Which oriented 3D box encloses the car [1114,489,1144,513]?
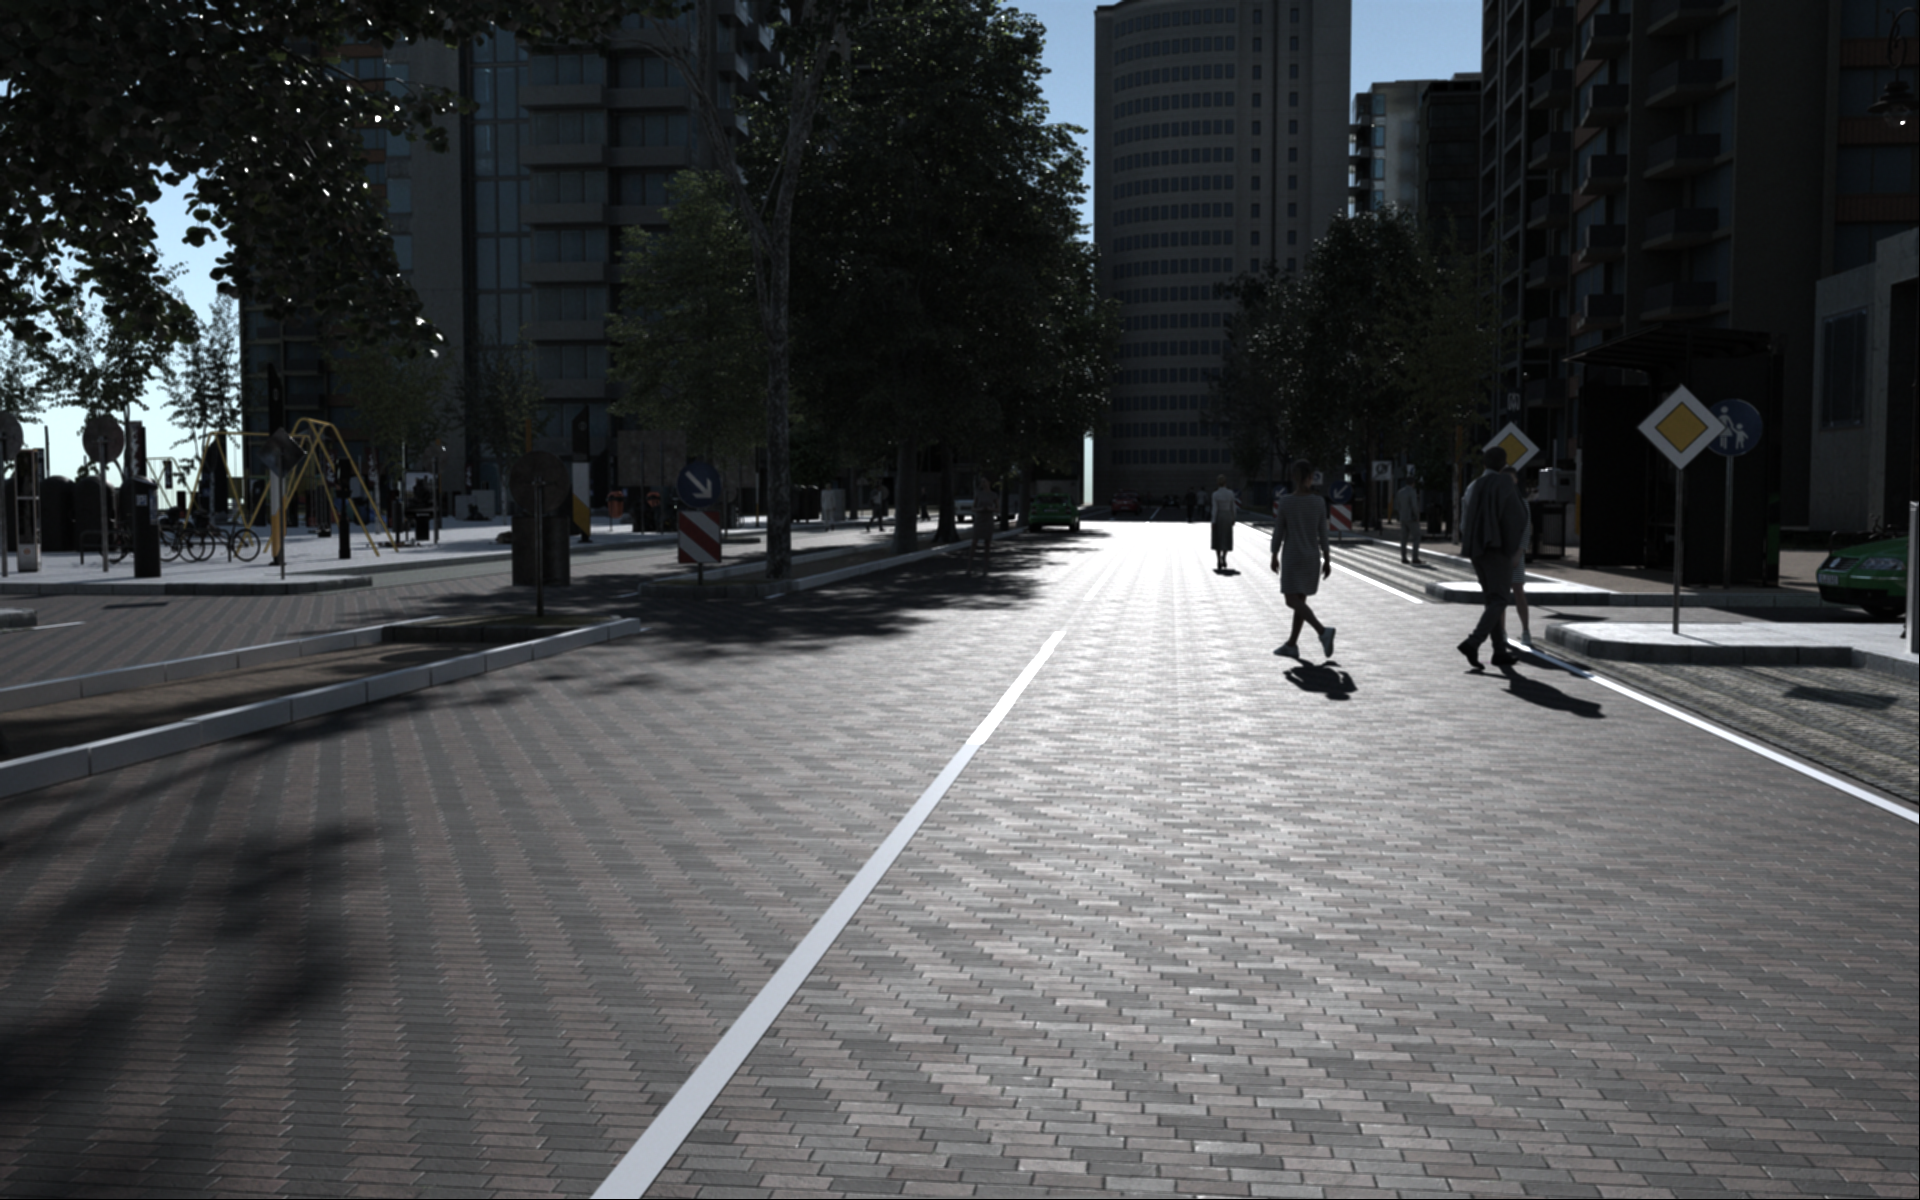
[{"bbox_3d":[12.899,-7.566,132.374,2.281,1.827,5.304,0,4,5],"label":"car"}]

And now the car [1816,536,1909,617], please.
[{"bbox_3d":[12.112,-0.642,19.293,4.718,1.807,1.959,0,4,5],"label":"car"}]

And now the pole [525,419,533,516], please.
[{"bbox_3d":[-11.722,-3.260,47.136,0.158,3.312,0.155,0,3,0],"label":"pole"}]

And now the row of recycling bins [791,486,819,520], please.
[{"bbox_3d":[-8.185,-4.852,86.444,1.069,1.692,3.534,2,4,26],"label":"row of recycling bins"}]

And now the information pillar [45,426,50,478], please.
[{"bbox_3d":[-31.155,-4.147,59.160,0.183,3.616,0.504,-2,4,-30],"label":"information pillar"}]

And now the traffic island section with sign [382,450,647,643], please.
[{"bbox_3d":[-4.472,-0.574,17.522,2.006,1.907,1.989,0,4,7],"label":"traffic island section with sign"}]

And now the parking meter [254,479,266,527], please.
[{"bbox_3d":[-27.722,-3.845,68.574,0.399,1.863,0.255,1,4,17],"label":"parking meter"}]

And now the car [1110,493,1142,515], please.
[{"bbox_3d":[11.263,-6.646,117.698,2.155,1.783,4.494,0,4,7],"label":"car"}]

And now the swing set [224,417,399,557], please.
[{"bbox_3d":[-13.600,-2.387,36.642,2.862,2.851,3.119,-1,4,-10],"label":"swing set"}]

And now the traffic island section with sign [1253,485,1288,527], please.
[{"bbox_3d":[13.958,-4.146,76.420,1.989,1.847,2.006,0,4,7],"label":"traffic island section with sign"}]

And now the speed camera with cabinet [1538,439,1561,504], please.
[{"bbox_3d":[22.096,-4.205,63.093,2.038,3.252,0.660,-1,4,-19],"label":"speed camera with cabinet"}]

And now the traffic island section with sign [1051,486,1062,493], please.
[{"bbox_3d":[5.480,-5.586,99.468,2.006,1.907,1.989,0,4,7],"label":"traffic island section with sign"}]

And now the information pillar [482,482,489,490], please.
[{"bbox_3d":[-28.020,-5.985,102.345,0.304,2.012,0.304,3,5,39],"label":"information pillar"}]

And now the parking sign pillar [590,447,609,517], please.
[{"bbox_3d":[-20.791,-6.798,99.616,1.447,3.967,1.447,2,4,30],"label":"parking sign pillar"}]

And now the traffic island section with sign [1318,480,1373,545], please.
[{"bbox_3d":[10.676,-2.495,49.428,1.989,1.847,2.006,0,4,7],"label":"traffic island section with sign"}]

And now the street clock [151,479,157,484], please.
[{"bbox_3d":[-38.756,-4.797,83.004,0.471,2.002,0.358,-1,4,-17],"label":"street clock"}]

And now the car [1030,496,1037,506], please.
[{"bbox_3d":[5.221,-6.441,117.897,1.945,1.354,3.894,1,4,8],"label":"car"}]

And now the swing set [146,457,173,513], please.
[{"bbox_3d":[-34.462,-4.706,74.567,3.119,2.851,2.862,3,5,43],"label":"swing set"}]

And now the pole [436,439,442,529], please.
[{"bbox_3d":[-19.216,-4.282,63.856,0.158,3.312,0.155,0,3,0],"label":"pole"}]

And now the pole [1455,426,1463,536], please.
[{"bbox_3d":[14.867,-3.537,51.673,0.158,3.312,0.155,0,3,0],"label":"pole"}]

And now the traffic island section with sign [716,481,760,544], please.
[{"bbox_3d":[-6.894,-2.555,50.407,1.989,1.847,2.006,0,4,7],"label":"traffic island section with sign"}]

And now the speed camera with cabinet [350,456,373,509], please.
[{"bbox_3d":[-31.067,-5.844,89.884,0.660,3.252,2.038,0,4,-1],"label":"speed camera with cabinet"}]

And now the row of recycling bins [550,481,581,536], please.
[{"bbox_3d":[-12.463,-2.927,54.975,1.069,1.692,3.534,0,4,-7],"label":"row of recycling bins"}]

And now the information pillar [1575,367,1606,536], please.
[{"bbox_3d":[11.574,-2.471,31.759,0.504,3.616,0.183,1,4,11],"label":"information pillar"}]

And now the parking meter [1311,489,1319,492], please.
[{"bbox_3d":[17.529,-4.715,85.502,0.372,1.533,0.369,0,3,0],"label":"parking meter"}]

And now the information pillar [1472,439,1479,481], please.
[{"bbox_3d":[21.817,-5.016,73.361,0.183,3.616,0.504,-1,4,-10],"label":"information pillar"}]

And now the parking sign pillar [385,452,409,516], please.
[{"bbox_3d":[-33.205,-6.960,102.273,1.447,3.967,1.447,-1,4,-19],"label":"parking sign pillar"}]

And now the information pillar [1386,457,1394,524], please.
[{"bbox_3d":[18.241,-5.015,73.346,0.183,3.616,0.504,2,4,28],"label":"information pillar"}]

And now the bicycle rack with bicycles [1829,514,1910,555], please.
[{"bbox_3d":[16.515,-1.004,29.799,2.925,0.926,2.852,0,4,3],"label":"bicycle rack with bicycles"}]

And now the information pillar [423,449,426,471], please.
[{"bbox_3d":[-28.198,-6.108,91.221,0.183,3.616,0.504,-1,4,-9],"label":"information pillar"}]

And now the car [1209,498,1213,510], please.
[{"bbox_3d":[23.327,-8.905,155.380,2.009,1.686,4.222,1,4,8],"label":"car"}]

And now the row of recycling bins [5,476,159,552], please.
[{"bbox_3d":[-19.690,-1.934,38.730,3.534,1.692,1.069,0,4,3],"label":"row of recycling bins"}]

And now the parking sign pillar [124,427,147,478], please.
[{"bbox_3d":[-32.750,-4.913,68.800,1.447,3.967,1.447,0,4,-6],"label":"parking sign pillar"}]

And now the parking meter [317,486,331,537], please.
[{"bbox_3d":[-18.941,-2.640,51.576,0.372,1.533,0.369,0,3,0],"label":"parking meter"}]

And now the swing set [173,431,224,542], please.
[{"bbox_3d":[-17.862,-2.872,44.582,2.862,2.851,3.119,2,4,30],"label":"swing set"}]

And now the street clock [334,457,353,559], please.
[{"bbox_3d":[-12.196,-1.817,34.276,0.358,2.002,0.471,-2,4,-31],"label":"street clock"}]

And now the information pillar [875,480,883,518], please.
[{"bbox_3d":[-4.382,-5.458,93.738,0.304,2.012,0.304,1,4,20],"label":"information pillar"}]

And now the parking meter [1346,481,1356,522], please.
[{"bbox_3d":[17.939,-4.515,79.531,0.255,1.863,0.399,-3,5,-40],"label":"parking meter"}]

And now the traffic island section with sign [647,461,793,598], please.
[{"bbox_3d":[-3.569,-1.024,24.874,2.006,1.907,1.989,0,4,7],"label":"traffic island section with sign"}]

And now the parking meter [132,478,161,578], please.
[{"bbox_3d":[-12.543,-1.119,26.701,0.372,1.533,0.369,0,3,0],"label":"parking meter"}]

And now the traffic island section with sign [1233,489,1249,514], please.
[{"bbox_3d":[19.854,-7.117,124.998,1.989,1.847,2.006,0,4,7],"label":"traffic island section with sign"}]

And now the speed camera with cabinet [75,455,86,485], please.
[{"bbox_3d":[-45.404,-5.753,88.395,2.038,3.252,0.660,0,4,-4],"label":"speed camera with cabinet"}]

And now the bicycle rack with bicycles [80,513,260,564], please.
[{"bbox_3d":[-15.025,-1.159,32.333,2.925,0.926,2.852,1,4,20],"label":"bicycle rack with bicycles"}]

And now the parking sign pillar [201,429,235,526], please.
[{"bbox_3d":[-30.629,-5.057,71.149,1.447,3.967,1.447,0,4,6],"label":"parking sign pillar"}]

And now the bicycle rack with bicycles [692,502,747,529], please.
[{"bbox_3d":[-9.747,-3.065,63.494,2.925,0.926,2.852,3,4,36],"label":"bicycle rack with bicycles"}]

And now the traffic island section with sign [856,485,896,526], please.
[{"bbox_3d":[-3.550,-4.240,77.948,1.989,1.847,2.006,0,4,7],"label":"traffic island section with sign"}]

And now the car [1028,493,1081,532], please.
[{"bbox_3d":[3.663,-3.544,66.744,1.959,1.807,4.718,0,4,7],"label":"car"}]

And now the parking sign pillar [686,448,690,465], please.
[{"bbox_3d":[-15.954,-6.891,101.144,1.447,3.967,1.447,-1,4,-10],"label":"parking sign pillar"}]

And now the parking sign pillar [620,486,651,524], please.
[{"bbox_3d":[-14.035,-5.295,75.045,1.447,3.967,1.447,3,4,38],"label":"parking sign pillar"}]

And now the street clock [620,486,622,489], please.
[{"bbox_3d":[-19.423,-5.860,100.383,0.471,2.002,0.358,1,4,18],"label":"street clock"}]

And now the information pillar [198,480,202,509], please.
[{"bbox_3d":[-39.538,-5.257,90.440,0.304,2.012,0.304,0,4,6],"label":"information pillar"}]

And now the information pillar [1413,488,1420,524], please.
[{"bbox_3d":[19.140,-4.180,72.829,0.304,2.012,0.304,-1,4,-9],"label":"information pillar"}]

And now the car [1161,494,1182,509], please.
[{"bbox_3d":[20.774,-9.818,170.308,2.009,1.686,4.222,0,4,7],"label":"car"}]

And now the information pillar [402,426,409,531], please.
[{"bbox_3d":[-19.093,-4.174,59.600,0.183,3.616,0.504,-2,4,-24],"label":"information pillar"}]
